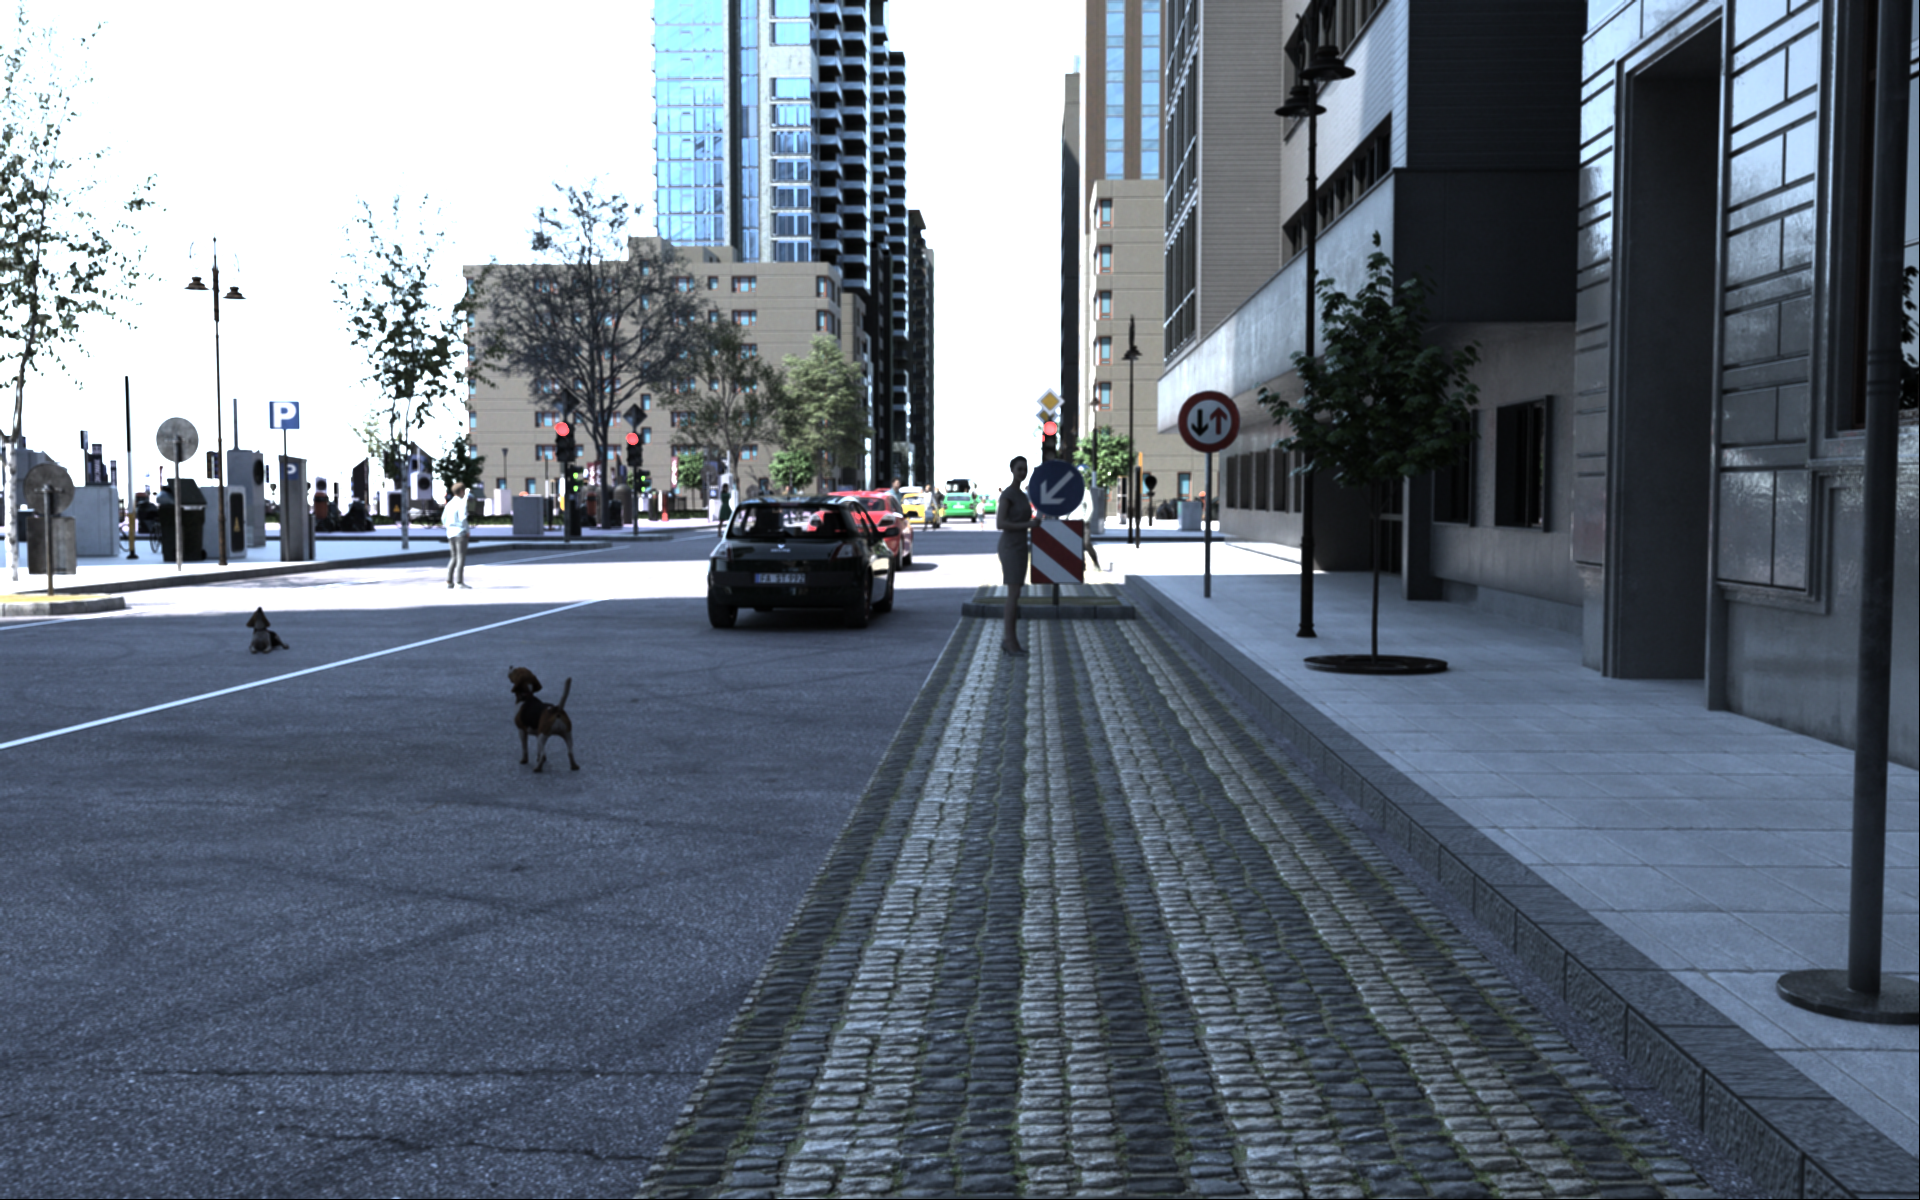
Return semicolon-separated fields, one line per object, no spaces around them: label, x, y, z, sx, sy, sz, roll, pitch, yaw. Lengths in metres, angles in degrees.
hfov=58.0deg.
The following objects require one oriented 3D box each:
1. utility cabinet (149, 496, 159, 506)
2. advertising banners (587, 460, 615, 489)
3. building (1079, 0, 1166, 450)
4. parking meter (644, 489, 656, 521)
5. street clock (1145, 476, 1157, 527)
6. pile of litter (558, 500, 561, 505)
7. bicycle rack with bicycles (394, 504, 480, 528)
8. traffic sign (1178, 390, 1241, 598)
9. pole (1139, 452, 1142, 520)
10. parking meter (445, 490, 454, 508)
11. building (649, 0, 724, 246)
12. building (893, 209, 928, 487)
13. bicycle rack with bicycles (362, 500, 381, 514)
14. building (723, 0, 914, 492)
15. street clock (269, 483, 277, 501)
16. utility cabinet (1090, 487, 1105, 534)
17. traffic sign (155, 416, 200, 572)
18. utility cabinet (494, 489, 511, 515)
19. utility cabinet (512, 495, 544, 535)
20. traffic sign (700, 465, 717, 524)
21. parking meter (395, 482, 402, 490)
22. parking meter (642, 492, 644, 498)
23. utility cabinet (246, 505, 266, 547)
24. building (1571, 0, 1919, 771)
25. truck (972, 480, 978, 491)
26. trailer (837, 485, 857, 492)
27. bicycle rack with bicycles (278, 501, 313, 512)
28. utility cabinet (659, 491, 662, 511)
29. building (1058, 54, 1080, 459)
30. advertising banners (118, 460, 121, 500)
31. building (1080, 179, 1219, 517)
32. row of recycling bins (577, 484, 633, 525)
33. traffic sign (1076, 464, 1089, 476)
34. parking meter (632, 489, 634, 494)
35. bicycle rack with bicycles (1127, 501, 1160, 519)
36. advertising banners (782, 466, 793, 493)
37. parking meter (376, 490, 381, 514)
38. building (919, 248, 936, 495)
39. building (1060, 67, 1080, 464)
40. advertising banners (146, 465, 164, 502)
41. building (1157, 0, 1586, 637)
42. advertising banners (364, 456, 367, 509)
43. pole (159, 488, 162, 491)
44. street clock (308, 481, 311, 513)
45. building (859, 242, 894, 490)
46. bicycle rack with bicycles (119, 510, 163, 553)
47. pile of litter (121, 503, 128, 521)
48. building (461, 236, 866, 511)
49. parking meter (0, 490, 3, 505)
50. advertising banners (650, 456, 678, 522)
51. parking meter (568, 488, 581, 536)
utility cabinet;-32.565;-3.635;70.597;1.020;1.237;0.306;2;4;30
advertising banners;-19.562;-6.075;95.510;2.074;3.025;0.090;0;4;6
building;17.400;-30.524;149.177;14.600;45.320;14.200;0;4;2
parking meter;-14.666;-4.535;82.555;0.372;1.533;0.369;0;3;0
street clock;7.462;-3.865;67.765;0.471;2.002;0.358;0;4;7
pile of litter;-27.300;-6.352;117.824;1.719;0.858;1.176;0;4;4
bicycle rack with bicycles;-19.579;-3.196;65.642;2.925;0.926;2.852;1;4;8
traffic sign;3.071;-1.304;21.420;0.768;2.556;0.104;0;4;5
pole;8.856;-5.574;84.970;0.158;3.312;0.155;0;3;0
parking meter;-18.334;-3.299;62.348;0.372;1.533;0.369;0;3;0
building;-19.252;-52.583;172.401;22.319;86.520;31.000;0;4;2
building;-16.295;-36.940;258.596;22.147;44.769;28.867;0;4;2
bicycle rack with bicycles;-32.908;-5.140;97.428;2.852;0.926;2.925;0;4;-5
building;-16.853;-55.949;227.442;22.319;86.520;31.000;0;4;2
street clock;-43.629;-6.452;110.068;0.471;2.002;0.358;2;4;25
utility cabinet;4.368;-2.831;54.963;0.318;1.500;1.173;1;4;14
traffic sign;-12.801;-1.726;28.331;0.768;2.556;0.104;0;4;6
utility cabinet;-20.456;-4.207;77.470;0.318;1.500;1.173;1;4;8
utility cabinet;-13.567;-2.646;54.425;1.020;1.237;0.306;2;4;24
traffic sign;-10.895;-4.584;75.058;0.768;2.556;0.104;0;4;7
parking meter;-24.845;-4.352;76.863;0.399;1.863;0.255;-1;4;-21
parking meter;-20.262;-6.305;111.504;0.372;1.533;0.369;0;3;0
utility cabinet;-17.229;-2.037;41.984;0.318;1.500;1.173;-3;5;-43
building;9.193;-10.162;2.311;11.583;22.565;21.152;0;4;2
truck;0.855;-15.017;241.459;3.469;3.379;9.791;0;4;2
trailer;-7.293;-6.356;110.975;1.471;1.999;3.904;0;4;2
bicycle rack with bicycles;-47.375;-6.673;122.491;2.925;0.926;2.852;0;4;0
utility cabinet;-20.789;-6.928;121.947;0.318;1.500;1.173;-2;4;-34
building;24.834;-57.078;245.900;22.319;86.520;31.000;0;4;2
advertising banners;-42.402;-5.567;87.207;0.090;3.025;2.074;-1;4;-17
building;21.853;-16.170;109.420;27.650;21.520;28.899;0;4;2
row of recycling bins;-15.274;-4.056;73.432;3.534;1.692;1.069;2;4;34
traffic sign;5.202;-4.503;73.730;0.768;2.556;0.104;0;4;4
parking meter;-17.242;-5.087;91.585;0.372;1.533;0.369;0;3;0
bicycle rack with bicycles;9.124;-4.601;88.604;2.852;0.926;2.925;2;4;30
advertising banners;-10.808;-6.867;108.461;0.090;3.025;2.074;1;4;13
parking meter;-34.143;-5.715;101.857;0.372;1.533;0.369;0;3;0
building;-11.381;-36.475;279.959;14.154;41.232;14.086;0;4;2
building;21.917;-34.720;191.371;21.300;48.544;21.600;0;4;2
advertising banners;-48.132;-6.563;103.492;0.090;3.025;2.074;1;4;9
building;11.480;-12.807;28.464;14.314;24.678;30.058;0;4;2
advertising banners;-27.277;-5.093;79.454;0.090;3.025;2.074;-1;4;-16
pole;-60.237;-8.359;130.509;0.158;3.312;0.155;0;3;0
street clock;-37.447;-5.799;99.381;0.358;2.002;0.471;3;4;38
building;-15.066;-25.980;196.472;14.160;30.474;14.107;0;4;2
bicycle rack with bicycles;-18.047;-1.528;38.372;2.852;0.926;2.925;0;4;-3
pile of litter;-39.863;-4.133;81.537;1.176;0.858;1.719;2;4;26
building;-22.992;-18.298;144.205;27.650;21.520;28.899;0;4;2
parking meter;-55.314;-5.606;100.069;0.372;1.533;0.369;0;3;0
advertising banners;-13.683;-5.138;80.198;2.074;3.025;0.090;3;5;42
parking meter;-11.760;-2.720;52.880;0.372;1.533;0.369;0;3;0
